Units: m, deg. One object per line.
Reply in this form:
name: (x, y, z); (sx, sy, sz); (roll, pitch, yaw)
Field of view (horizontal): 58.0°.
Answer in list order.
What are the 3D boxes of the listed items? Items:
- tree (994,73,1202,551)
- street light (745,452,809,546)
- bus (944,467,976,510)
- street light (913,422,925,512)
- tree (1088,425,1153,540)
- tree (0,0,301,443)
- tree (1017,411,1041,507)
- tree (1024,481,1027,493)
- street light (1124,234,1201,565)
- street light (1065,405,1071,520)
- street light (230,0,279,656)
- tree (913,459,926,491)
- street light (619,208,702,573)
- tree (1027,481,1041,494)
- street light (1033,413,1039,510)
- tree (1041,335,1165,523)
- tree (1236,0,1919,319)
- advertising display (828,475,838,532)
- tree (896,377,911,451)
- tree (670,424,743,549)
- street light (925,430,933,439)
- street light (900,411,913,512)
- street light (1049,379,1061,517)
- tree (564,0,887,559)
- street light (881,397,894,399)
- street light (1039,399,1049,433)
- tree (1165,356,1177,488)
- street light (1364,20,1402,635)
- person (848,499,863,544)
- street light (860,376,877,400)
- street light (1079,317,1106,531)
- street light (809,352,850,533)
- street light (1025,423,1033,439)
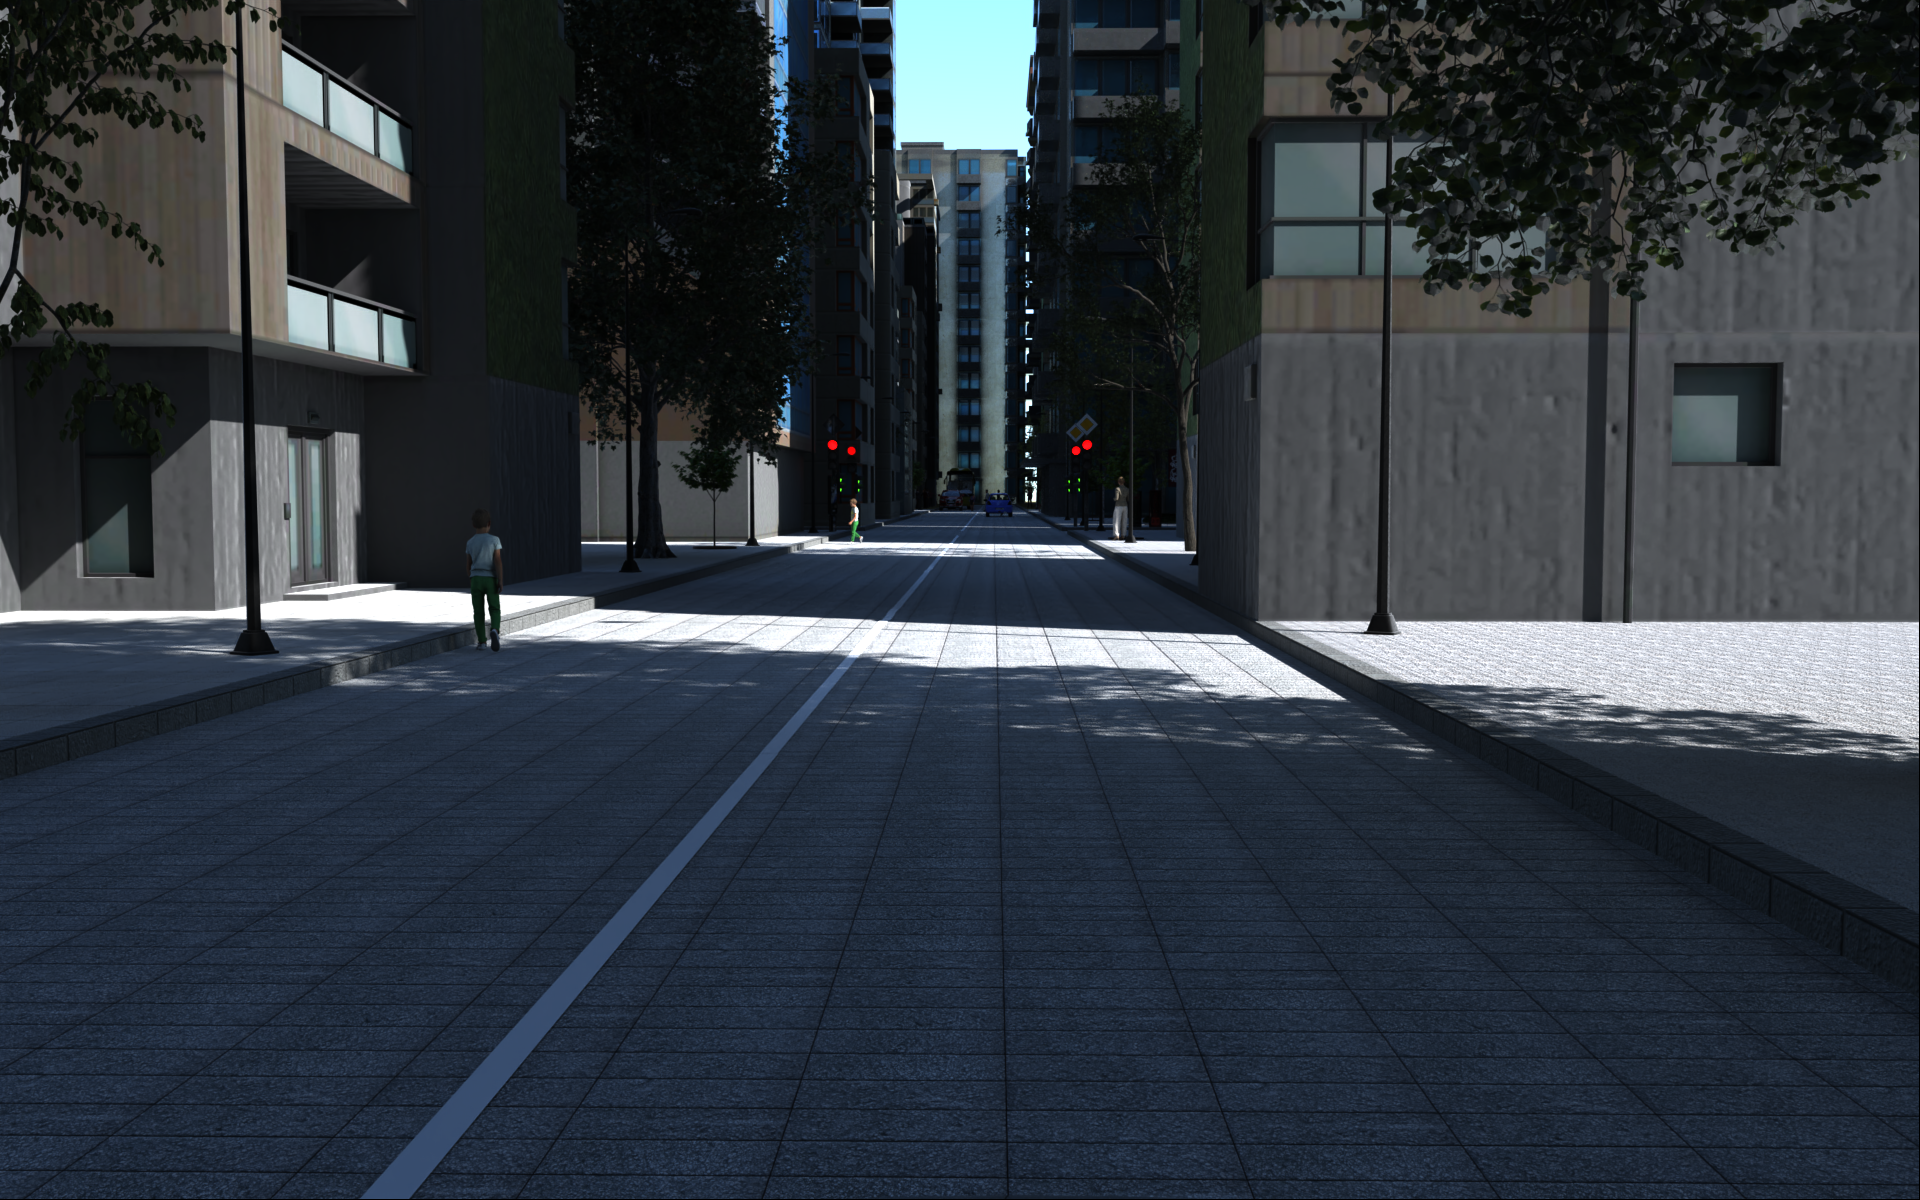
tree: (4.905, -6.383, 38.781); (7.601, 10.594, 8.767); (2, 4, 29)
street light: (-4.589, -4.285, 42.600); (1.470, 5.913, 1.316); (0, 4, 1)
bus: (0.081, -10.530, 163.706); (2.896, 3.916, 12.252); (0, 4, 1)
street light: (-3.208, -8.506, 111.616); (1.470, 5.913, 1.316); (0, 4, 1)
tree: (4.717, -3.336, 49.141); (1.663, 3.219, 1.824); (0, 3, 0)
tree: (-6.005, -3.654, 10.099); (4.737, 8.622, 4.395); (0, 3, 0)
tree: (6.548, -11.996, 146.497); (4.737, 8.622, 4.395); (0, 3, 0)
tree: (8.922, -13.856, 221.139); (1.663, 3.219, 1.824); (0, 3, 0)
street light: (3.774, -3.580, 31.080); (1.470, 5.913, 1.316); (0, 4, 1)
street light: (4.330, -5.333, 59.735); (1.470, 5.913, 1.316); (0, 4, 1)
street light: (-5.125, -2.518, 13.713); (1.470, 5.913, 1.316); (0, 4, 1)
tree: (-4.352, -9.446, 138.163); (4.285, 4.588, 4.351); (0, 3, 0)
street light: (-4.880, -3.409, 28.273); (1.470, 5.913, 1.316); (0, 4, 1)
tree: (6.255, -7.942, 124.459); (1.663, 3.219, 1.824); (0, 3, 0)
street light: (5.054, -7.734, 98.993); (1.470, 5.913, 1.316); (0, 4, 1)
tree: (6.270, -7.743, 76.964); (4.737, 8.622, 4.395); (0, 3, 0)
tree: (4.850, -6.158, 7.336); (9.857, 13.997, 8.962); (0, 3, 0)
advertising display: (-4.343, -3.293, 59.051); (0.123, 1.923, 0.974); (1, 4, 9)
tree: (-4.756, -9.172, 100.331); (4.360, 8.622, 3.978); (0, 3, 0)
tree: (-5.771, -2.821, 40.723); (1.663, 3.219, 1.824); (0, 3, 0)
street light: (-2.946, -9.393, 126.120); (1.470, 5.913, 1.316); (0, 4, 1)
street light: (-3.521, -7.624, 97.187); (1.470, 5.913, 1.316); (0, 4, 1)
street light: (4.447, -5.954, 69.895); (1.470, 5.913, 1.316); (0, 4, 1)
tree: (-6.242, -7.180, 34.397); (9.611, 12.733, 9.660); (0, 3, 0)
street light: (-3.846, -6.747, 82.861); (1.470, 5.913, 1.316); (0, 4, 1)
street light: (4.730, -6.858, 84.667); (1.470, 5.913, 1.316); (0, 4, 1)
tree: (9.693, -8.333, 86.613); (4.737, 8.622, 4.395); (0, 3, 0)
street light: (3.341, -2.642, 15.745); (1.470, 5.913, 1.316); (0, 4, 1)
person: (-2.996, -2.254, 49.599); (0.590, 1.304, 0.306); (-3, 5, -43)
street light: (-4.156, -5.848, 68.156); (1.470, 5.913, 1.316); (0, 4, 1)
street light: (3.947, -4.457, 45.410); (1.470, 5.913, 1.316); (0, 4, 1)
street light: (-4.296, -5.161, 56.927); (1.470, 5.913, 1.316); (0, 4, 1)
street light: (5.229, -8.654, 114.033); (1.470, 5.913, 1.316); (0, 4, 1)
